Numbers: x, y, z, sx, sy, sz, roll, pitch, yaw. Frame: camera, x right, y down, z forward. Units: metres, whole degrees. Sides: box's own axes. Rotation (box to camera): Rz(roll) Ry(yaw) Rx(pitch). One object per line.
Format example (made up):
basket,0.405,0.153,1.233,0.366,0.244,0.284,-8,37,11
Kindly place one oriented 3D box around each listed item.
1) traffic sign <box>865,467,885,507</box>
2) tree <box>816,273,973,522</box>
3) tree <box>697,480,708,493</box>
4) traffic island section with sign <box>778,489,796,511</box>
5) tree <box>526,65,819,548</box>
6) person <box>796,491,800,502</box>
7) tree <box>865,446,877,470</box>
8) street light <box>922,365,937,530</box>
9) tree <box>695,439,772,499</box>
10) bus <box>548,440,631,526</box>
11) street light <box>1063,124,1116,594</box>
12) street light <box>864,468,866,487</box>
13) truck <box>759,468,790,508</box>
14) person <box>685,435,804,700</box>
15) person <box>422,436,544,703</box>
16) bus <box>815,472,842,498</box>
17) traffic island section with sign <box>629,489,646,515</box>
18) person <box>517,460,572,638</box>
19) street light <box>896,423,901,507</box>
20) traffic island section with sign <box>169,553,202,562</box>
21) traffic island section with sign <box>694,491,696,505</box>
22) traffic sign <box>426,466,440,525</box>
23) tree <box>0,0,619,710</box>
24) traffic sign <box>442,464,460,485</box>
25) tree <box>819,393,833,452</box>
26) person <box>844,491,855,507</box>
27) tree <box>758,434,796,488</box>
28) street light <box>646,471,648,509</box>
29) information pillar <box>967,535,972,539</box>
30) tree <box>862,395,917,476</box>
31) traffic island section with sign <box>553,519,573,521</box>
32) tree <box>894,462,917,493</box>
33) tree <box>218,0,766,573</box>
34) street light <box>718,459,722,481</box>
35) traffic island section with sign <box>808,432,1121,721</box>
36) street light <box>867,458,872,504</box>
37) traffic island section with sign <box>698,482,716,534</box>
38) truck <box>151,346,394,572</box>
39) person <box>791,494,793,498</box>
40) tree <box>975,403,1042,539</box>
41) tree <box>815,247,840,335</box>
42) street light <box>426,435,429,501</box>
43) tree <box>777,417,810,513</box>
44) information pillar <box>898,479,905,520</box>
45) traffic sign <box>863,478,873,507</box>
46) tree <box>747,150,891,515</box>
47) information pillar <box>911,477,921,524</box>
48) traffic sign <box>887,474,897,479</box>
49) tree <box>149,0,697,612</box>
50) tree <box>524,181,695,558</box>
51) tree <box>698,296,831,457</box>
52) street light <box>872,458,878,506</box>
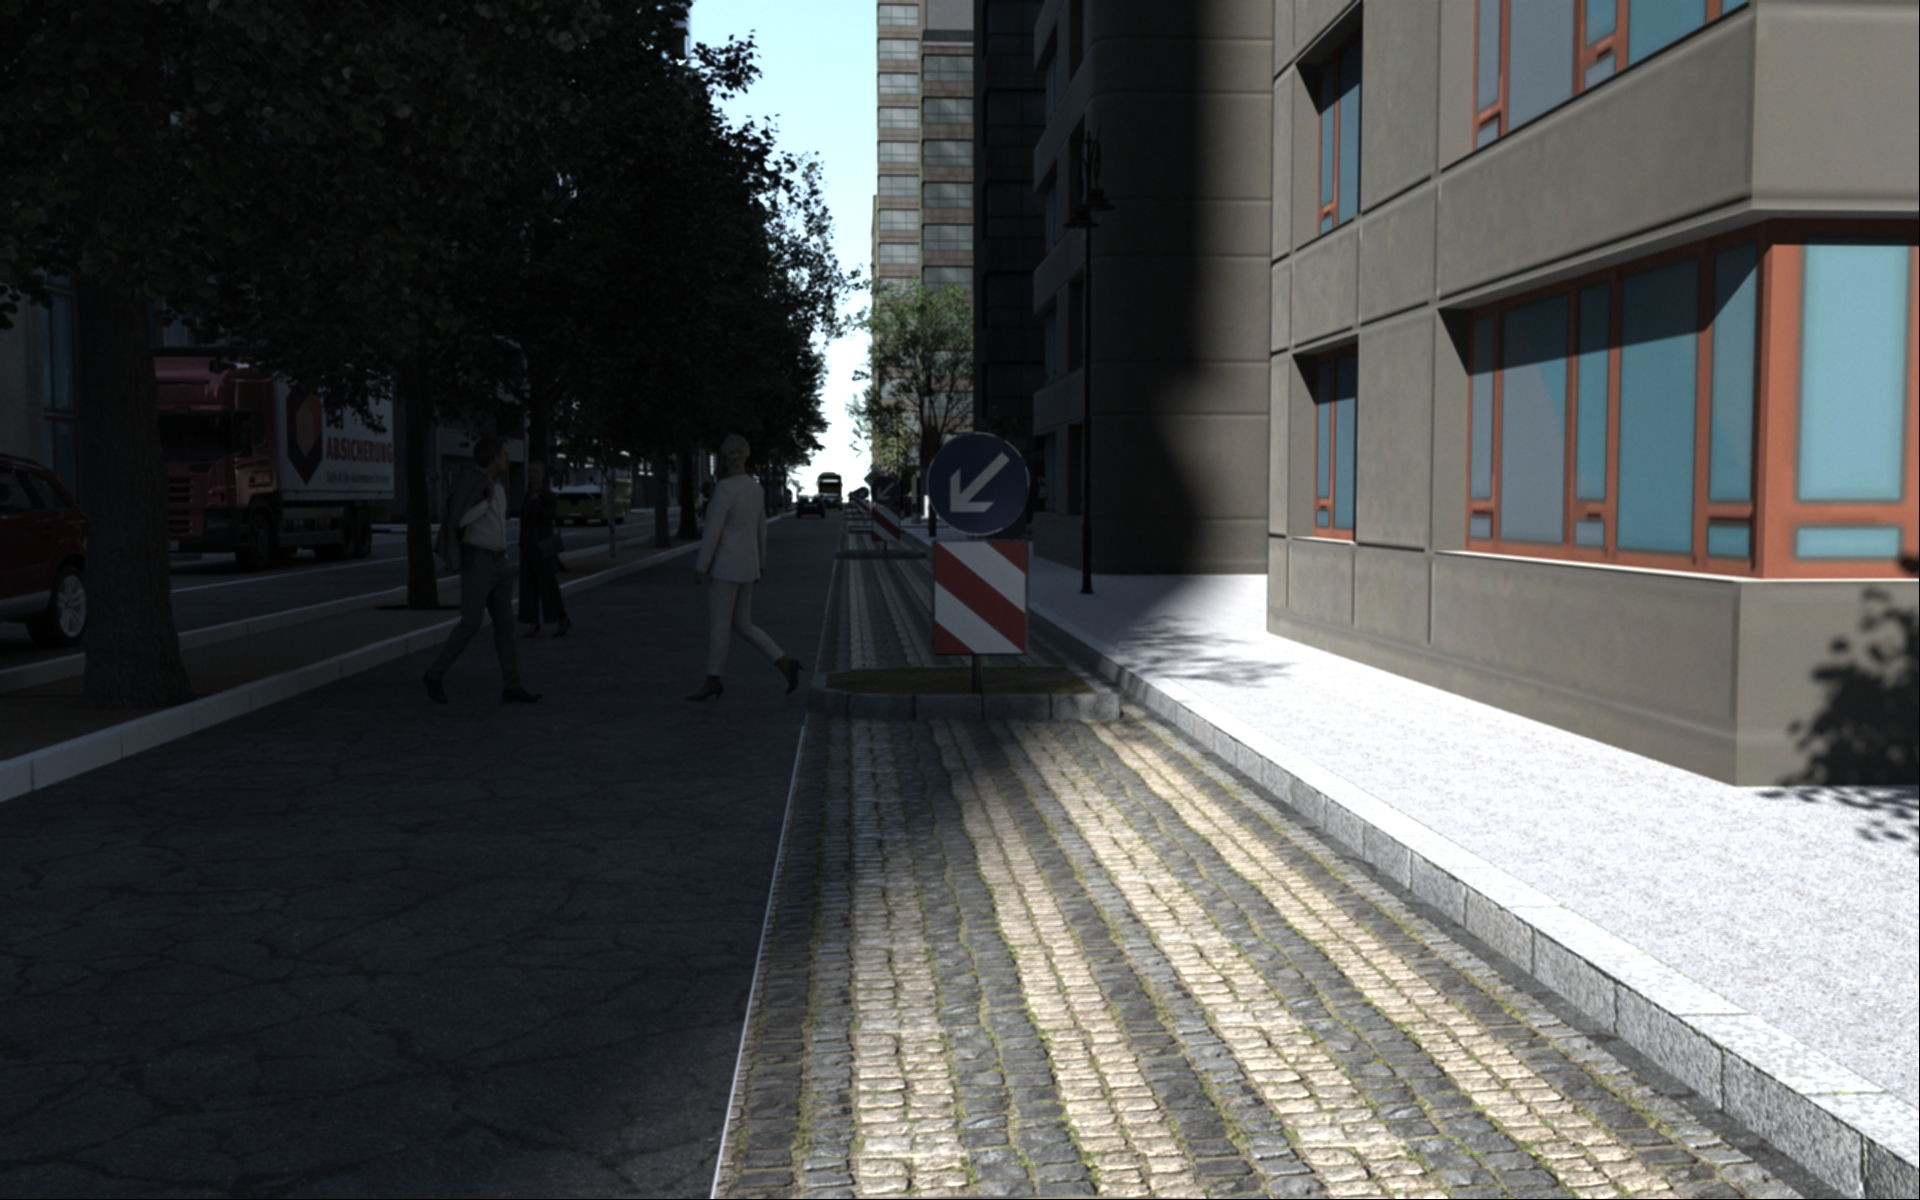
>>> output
traffic sign,-3.074,-3.651,63.332,0.795,2.450,0.064,0,4,-4
tree,-1.230,-9.480,80.751,9.928,11.665,9.643,0,3,0
tree,-30.558,-13.049,207.960,1.663,3.219,1.824,0,3,0
traffic island section with sign,-14.499,-8.409,145.630,2.006,1.907,1.989,0,4,-4
tree,-7.767,-7.623,45.221,7.486,12.596,7.792,0,3,0
person,-22.231,-14.029,237.500,0.705,1.869,1.348,0,4,7
tree,-10.823,-17.356,234.131,4.360,8.622,3.978,0,3,0
street light,-1.079,-5.465,62.141,0.468,5.910,1.993,0,4,-4
tree,-8.839,-6.672,61.901,4.360,8.622,3.978,0,3,0
bus,-17.173,-5.443,80.539,2.896,3.916,12.252,0,4,-5
street light,1.639,-3.022,22.196,0.468,5.910,1.993,0,4,-4
street light,-13.964,-17.814,264.047,0.468,5.910,1.993,0,4,-4
truck,-19.932,-12.051,186.791,2.967,4.110,18.799,0,4,-3
person,-1.500,-0.222,12.004,0.818,1.842,0.514,0,4,5
person,-3.295,-0.199,11.858,0.850,1.850,0.679,1,4,10
bus,-14.588,-12.309,192.798,2.896,3.916,12.252,0,4,-5
traffic island section with sign,-22.861,-6.818,120.104,1.989,1.847,2.006,0,4,-4
person,-4.227,-0.520,17.421,0.576,1.772,0.534,1,4,19
street light,-3.801,-8.152,106.075,0.468,5.910,1.993,0,4,-4
traffic island section with sign,-17.486,-1.747,37.192,1.989,1.847,2.006,0,4,-4
traffic island section with sign,-26.016,-9.799,168.848,1.989,1.847,2.006,0,4,-4
traffic sign,-19.086,-3.589,62.320,0.795,2.450,0.064,0,4,-4
tree,-5.544,-6.244,11.195,9.857,13.997,8.962,0,3,0
traffic sign,-21.483,-4.462,73.056,0.768,2.556,0.104,0,4,5
tree,-11.568,-11.255,104.596,7.486,12.596,7.792,0,3,0
person,-11.768,-10.835,185.788,1.348,1.807,0.705,-1,4,-23
tree,-13.461,-10.542,125.181,4.737,8.622,4.395,0,3,0
street light,-26.547,-10.639,146.729,0.468,5.910,1.993,0,4,-4
information pillar,0.367,-2.465,44.787,0.304,2.012,0.304,2,4,28
tree,-5.029,-10.882,128.289,4.737,8.622,4.395,0,3,0
traffic island section with sign,-21.118,-5.173,93.205,1.989,1.847,2.006,0,4,-4
tree,-3.255,-6.637,103.115,1.663,3.219,1.824,0,3,0
tree,-7.606,-6.820,30.967,9.611,12.733,9.660,0,3,0
street light,-31.999,-15.766,230.555,0.468,5.910,1.993,0,4,-4
traffic island section with sign,-0.037,-0.196,11.837,1.989,1.847,2.006,0,4,-4
street light,-11.341,-15.263,222.336,0.468,5.910,1.993,0,4,-4
traffic island section with sign,-9.166,-3.371,63.256,2.006,1.907,1.989,0,4,-4
truck,-14.202,-2.825,35.111,2.839,4.237,11.283,0,4,-3
person,-28.934,-17.730,298.320,0.705,1.831,1.348,-1,4,-11
tree,0.748,-2.607,37.220,1.663,3.219,1.824,0,3,0
tree,-8.644,-8.271,54.702,9.611,12.733,9.660,0,3,0
street light,-21.705,-5.981,70.569,0.468,5.910,1.993,0,4,-4
tree,-14.433,-11.709,144.258,4.360,8.622,3.978,0,3,0
information pillar,-2.939,-5.046,86.996,0.304,2.012,0.304,0,4,-6
traffic sign,-3.590,-4.138,71.301,0.795,2.450,0.064,0,4,-4
tree,-10.323,-14.431,94.294,12.611,20.169,13.585,0,3,0
information pillar,-1.882,-4.287,74.579,0.304,2.012,0.304,3,5,39
traffic sign,-4.210,-6.555,107.273,0.768,2.556,0.104,0,4,-1
tree,-6.759,-5.686,21.182,9.928,11.665,9.643,0,3,0
tree,-7.805,-5.246,38.595,4.737,8.622,4.395,0,3,0
tree,-10.522,-8.939,83.021,8.767,10.594,7.601,0,4,-4
street light,-8.663,-12.781,181.757,0.468,5.910,1.993,0,4,-4
